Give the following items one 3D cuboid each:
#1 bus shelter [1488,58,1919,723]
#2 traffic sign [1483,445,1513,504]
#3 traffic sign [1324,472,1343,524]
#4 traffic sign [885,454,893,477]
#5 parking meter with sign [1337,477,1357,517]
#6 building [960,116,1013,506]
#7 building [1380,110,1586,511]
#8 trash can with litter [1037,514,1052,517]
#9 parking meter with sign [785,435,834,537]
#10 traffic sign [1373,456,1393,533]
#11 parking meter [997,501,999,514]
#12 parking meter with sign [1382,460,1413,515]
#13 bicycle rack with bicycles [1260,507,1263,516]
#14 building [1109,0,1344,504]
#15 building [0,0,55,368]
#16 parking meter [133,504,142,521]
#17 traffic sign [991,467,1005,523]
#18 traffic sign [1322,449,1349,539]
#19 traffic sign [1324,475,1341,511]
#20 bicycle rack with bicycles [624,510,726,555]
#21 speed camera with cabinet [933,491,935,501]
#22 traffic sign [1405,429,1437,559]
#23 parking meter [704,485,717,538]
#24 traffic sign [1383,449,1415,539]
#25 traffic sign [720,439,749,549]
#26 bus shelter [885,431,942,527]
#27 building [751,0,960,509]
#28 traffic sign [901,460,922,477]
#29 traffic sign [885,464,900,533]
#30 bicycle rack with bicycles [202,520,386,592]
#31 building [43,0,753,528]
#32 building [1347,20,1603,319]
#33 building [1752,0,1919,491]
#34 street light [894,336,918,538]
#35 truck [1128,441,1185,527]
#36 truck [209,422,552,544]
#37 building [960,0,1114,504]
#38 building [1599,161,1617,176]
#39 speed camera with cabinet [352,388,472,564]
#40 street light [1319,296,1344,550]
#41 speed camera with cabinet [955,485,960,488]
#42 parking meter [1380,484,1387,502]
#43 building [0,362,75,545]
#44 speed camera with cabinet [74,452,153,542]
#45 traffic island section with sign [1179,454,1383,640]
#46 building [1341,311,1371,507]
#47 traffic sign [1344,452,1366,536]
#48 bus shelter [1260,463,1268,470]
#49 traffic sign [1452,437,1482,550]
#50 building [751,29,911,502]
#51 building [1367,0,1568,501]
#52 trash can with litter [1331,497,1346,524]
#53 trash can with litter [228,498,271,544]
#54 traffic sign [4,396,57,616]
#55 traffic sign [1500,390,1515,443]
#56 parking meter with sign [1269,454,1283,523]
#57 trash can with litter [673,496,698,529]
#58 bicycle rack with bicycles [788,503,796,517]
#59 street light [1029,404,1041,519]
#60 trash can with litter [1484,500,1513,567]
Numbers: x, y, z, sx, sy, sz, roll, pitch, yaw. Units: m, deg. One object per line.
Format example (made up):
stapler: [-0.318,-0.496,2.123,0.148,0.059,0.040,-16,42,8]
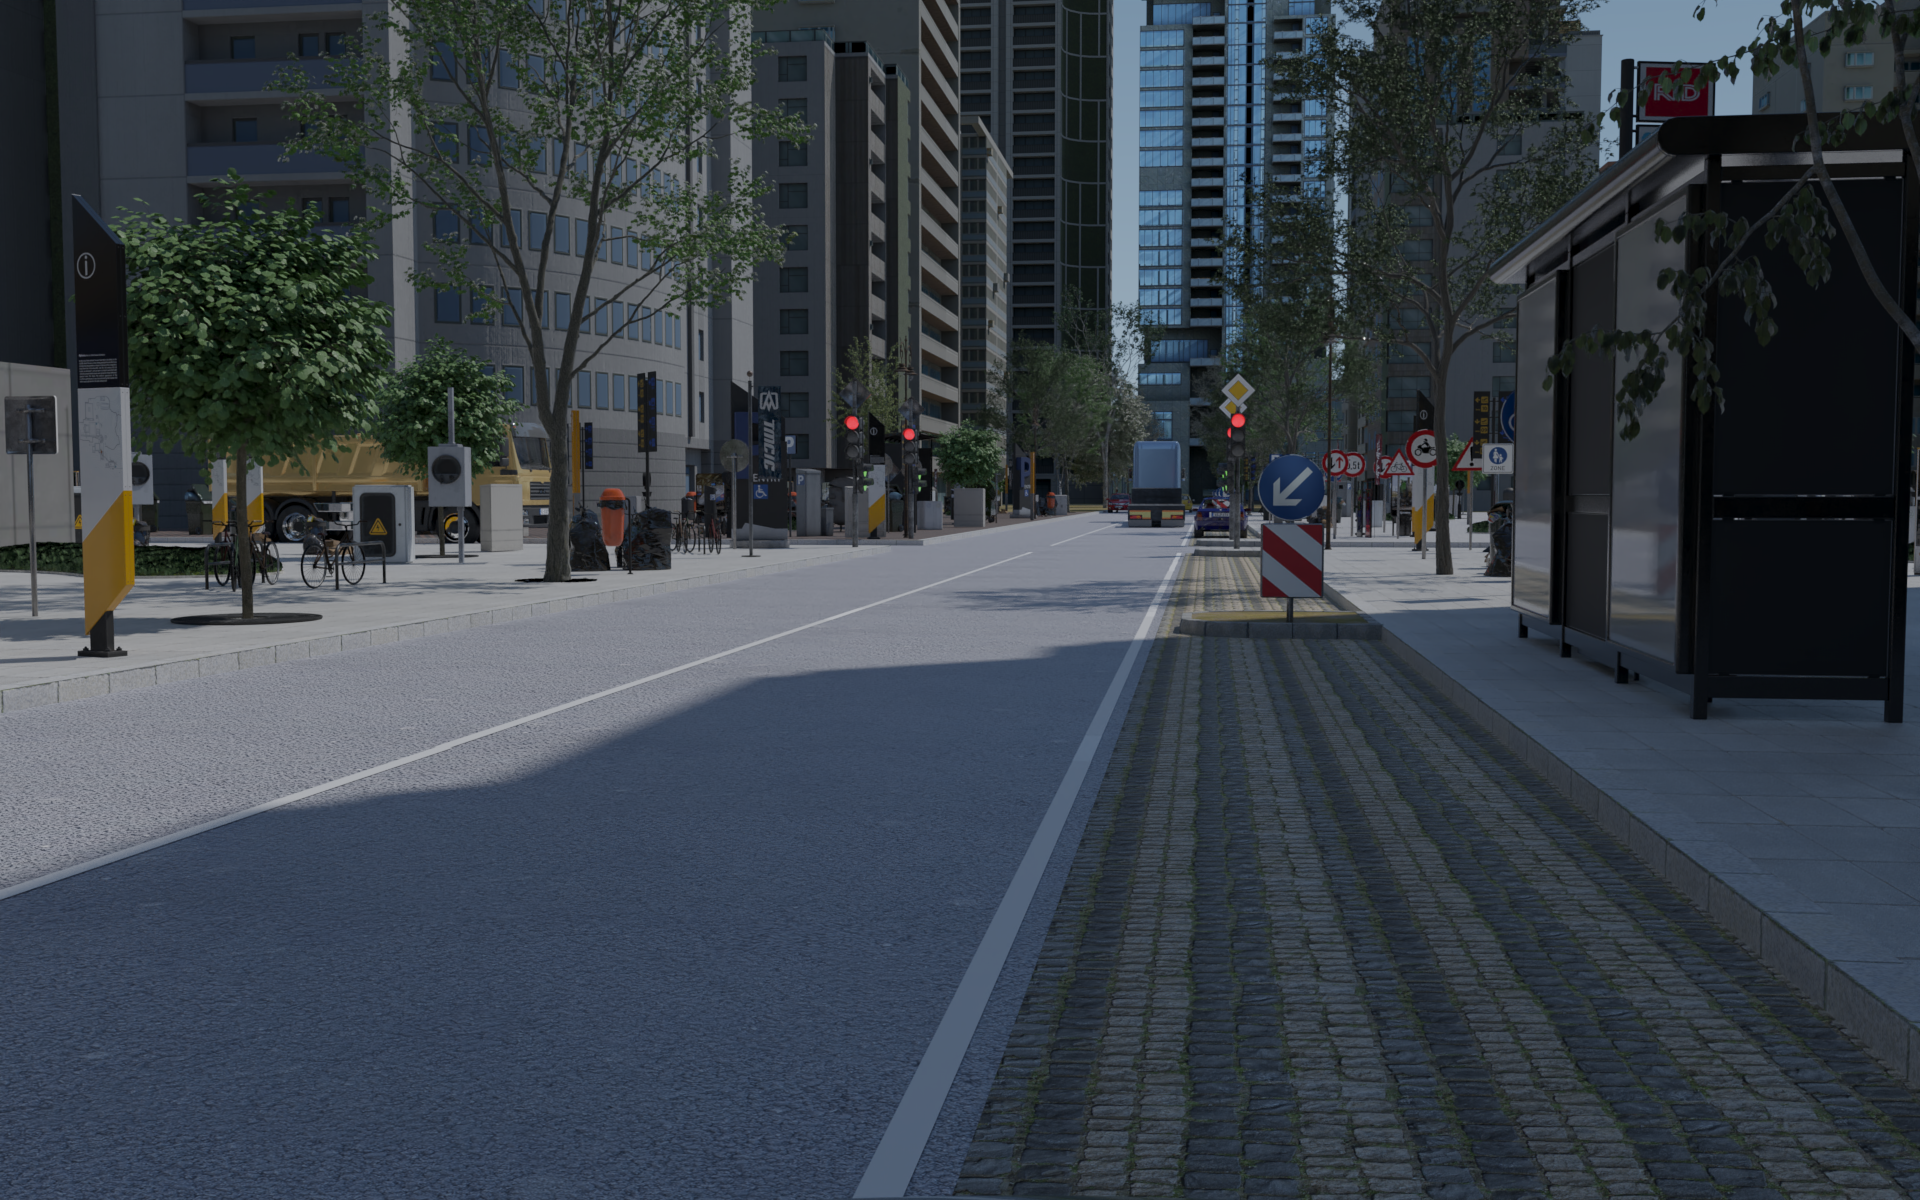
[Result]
bus shelter: [5.571,-2.212,13.798,2.179,5.291,8.768,1,4,8]
traffic sign: [10.886,-2.018,35.119,0.606,2.300,0.079,1,4,9]
traffic sign: [15.836,-4.486,73.458,0.768,2.556,0.104,1,4,16]
traffic sign: [-2.450,-3.252,53.270,0.768,2.556,0.104,1,4,14]
parking meter with sign: [21.250,-6.085,95.752,0.543,3.016,1.738,-3,5,-39]
building: [-7.501,-29.602,175.876,23.993,40.220,32.217,0,4,8]
building: [39.860,-22.204,134.741,14.160,30.474,14.107,0,4,8]
trash can with litter: [4.285,-5.289,97.532,2.233,1.210,1.678,-2,4,-24]
parking meter with sign: [-4.550,-3.426,52.280,0.543,3.016,1.738,3,4,38]
traffic sign: [14.127,-3.516,57.594,0.768,2.556,0.104,1,4,12]
parking meter: [2.285,-6.272,110.961,0.372,1.533,0.369,0,3,0]
parking meter with sign: [22.214,-5.625,88.222,1.738,3.016,0.543,-2,4,-29]
bicycle rack with bicycles: [18.518,-5.159,97.729,2.925,0.926,2.852,1,4,15]
building: [35.196,-55.799,224.982,31.000,86.520,22.319,0,4,8]
building: [-44.153,-18.318,71.205,14.107,30.474,14.160,0,4,8]
parking meter: [-18.911,-1.907,39.596,0.372,1.533,0.369,0,3,0]
traffic sign: [1.596,-4.648,76.107,0.768,2.556,0.104,1,4,14]
traffic sign: [10.697,-3.014,49.390,0.768,2.556,0.104,1,4,15]
traffic sign: [15.876,-4.542,74.266,0.884,2.594,0.081,1,4,10]
bicycle rack with bicycles: [-6.380,-1.483,37.632,2.852,0.926,2.925,-1,4,-11]
speed camera with cabinet: [-1.877,-5.468,83.745,0.660,3.252,2.038,2,4,24]
traffic sign: [9.144,-2.077,34.066,0.768,2.556,0.104,1,4,16]
parking meter: [-7.348,-2.607,51.039,0.372,1.533,0.369,0,3,0]
traffic sign: [12.525,-3.026,49.473,0.884,2.594,0.081,1,4,16]
traffic sign: [-5.236,-2.451,40.184,0.768,2.556,0.104,1,4,17]
bus shelter: [-2.029,-4.636,67.088,1.731,3.624,6.357,0,4,8]
building: [-12.016,-31.411,137.264,21.300,48.544,21.600,0,4,8]
traffic sign: [-1.695,-3.664,60.010,0.768,2.556,0.104,1,4,17]
traffic sign: [-2.352,-3.413,56.984,0.795,2.450,0.064,1,4,9]
bicycle rack with bicycles: [-9.323,-0.642,23.883,2.852,0.926,2.925,0,4,3]
building: [-23.101,-32.679,76.308,21.231,58.520,28.212,0,4,8]
building: [64.415,-41.531,221.031,28.212,58.520,21.231,0,4,8]
building: [90.244,-33.223,166.895,21.600,48.544,21.300,0,4,8]
street light: [-1.576,-4.761,50.636,0.468,5.910,1.993,0,4,8]
truck: [9.378,-5.678,82.601,2.967,4.110,18.799,0,4,6]
truck: [-15.141,-3.114,46.835,9.791,3.379,3.469,1,4,8]
building: [9.286,-48.326,228.380,20.611,71.187,20.563,0,4,8]
building: [93.255,-34.495,218.620,28.867,44.769,22.147,0,4,8]
speed camera with cabinet: [-10.135,-2.306,32.031,2.038,3.252,0.660,0,4,-4]
street light: [8.479,-4.094,39.724,0.468,5.910,1.993,0,4,8]
speed camera with cabinet: [0.659,-7.691,120.080,2.038,3.252,0.660,1,4,21]
parking meter: [24.168,-5.697,98.856,0.399,1.863,0.255,-2,4,-32]
building: [-29.082,-35.787,23.366,20.611,71.187,20.563,0,4,8]
speed camera with cabinet: [-18.763,-2.658,37.802,0.660,3.252,2.038,3,5,41]
traffic island section with sign: [3.292,-0.571,17.967,1.989,1.847,2.006,0,4,8]
building: [52.532,-19.832,169.292,27.650,21.520,28.899,0,4,8]
traffic sign: [11.870,-3.197,52.385,0.768,2.556,0.104,1,4,15]
bus shelter: [18.868,-6.648,102.625,2.014,3.302,5.546,1,4,8]
traffic sign: [11.649,-2.413,39.456,0.884,2.594,0.081,1,4,17]
building: [-11.279,-20.821,112.118,14.160,30.474,14.107,0,4,8]
building: [42.830,-30.465,148.219,14.600,45.320,14.200,0,4,8]
trash can with litter: [16.387,-3.934,75.710,0.624,1.170,1.055,2,4,33]
trash can with litter: [-18.320,-2.035,44.665,1.055,1.170,0.624,0,4,1]
traffic sign: [-9.693,-0.976,18.086,0.606,2.300,0.079,1,4,11]
traffic sign: [6.566,-1.205,19.807,0.768,2.556,0.104,1,4,17]
parking meter with sign: [13.716,-4.809,74.893,0.543,3.016,1.738,0,4,5]
trash can with litter: [-10.533,-3.269,64.512,2.233,1.210,1.678,-3,5,-41]
bicycle rack with bicycles: [-7.117,-3.320,67.662,2.925,0.926,2.852,0,4,-8]
street light: [3.860,-7.113,89.087,0.468,5.910,1.993,0,4,8]
trash can with litter: [9.386,-1.153,30.234,0.624,1.170,1.055,0,4,1]
